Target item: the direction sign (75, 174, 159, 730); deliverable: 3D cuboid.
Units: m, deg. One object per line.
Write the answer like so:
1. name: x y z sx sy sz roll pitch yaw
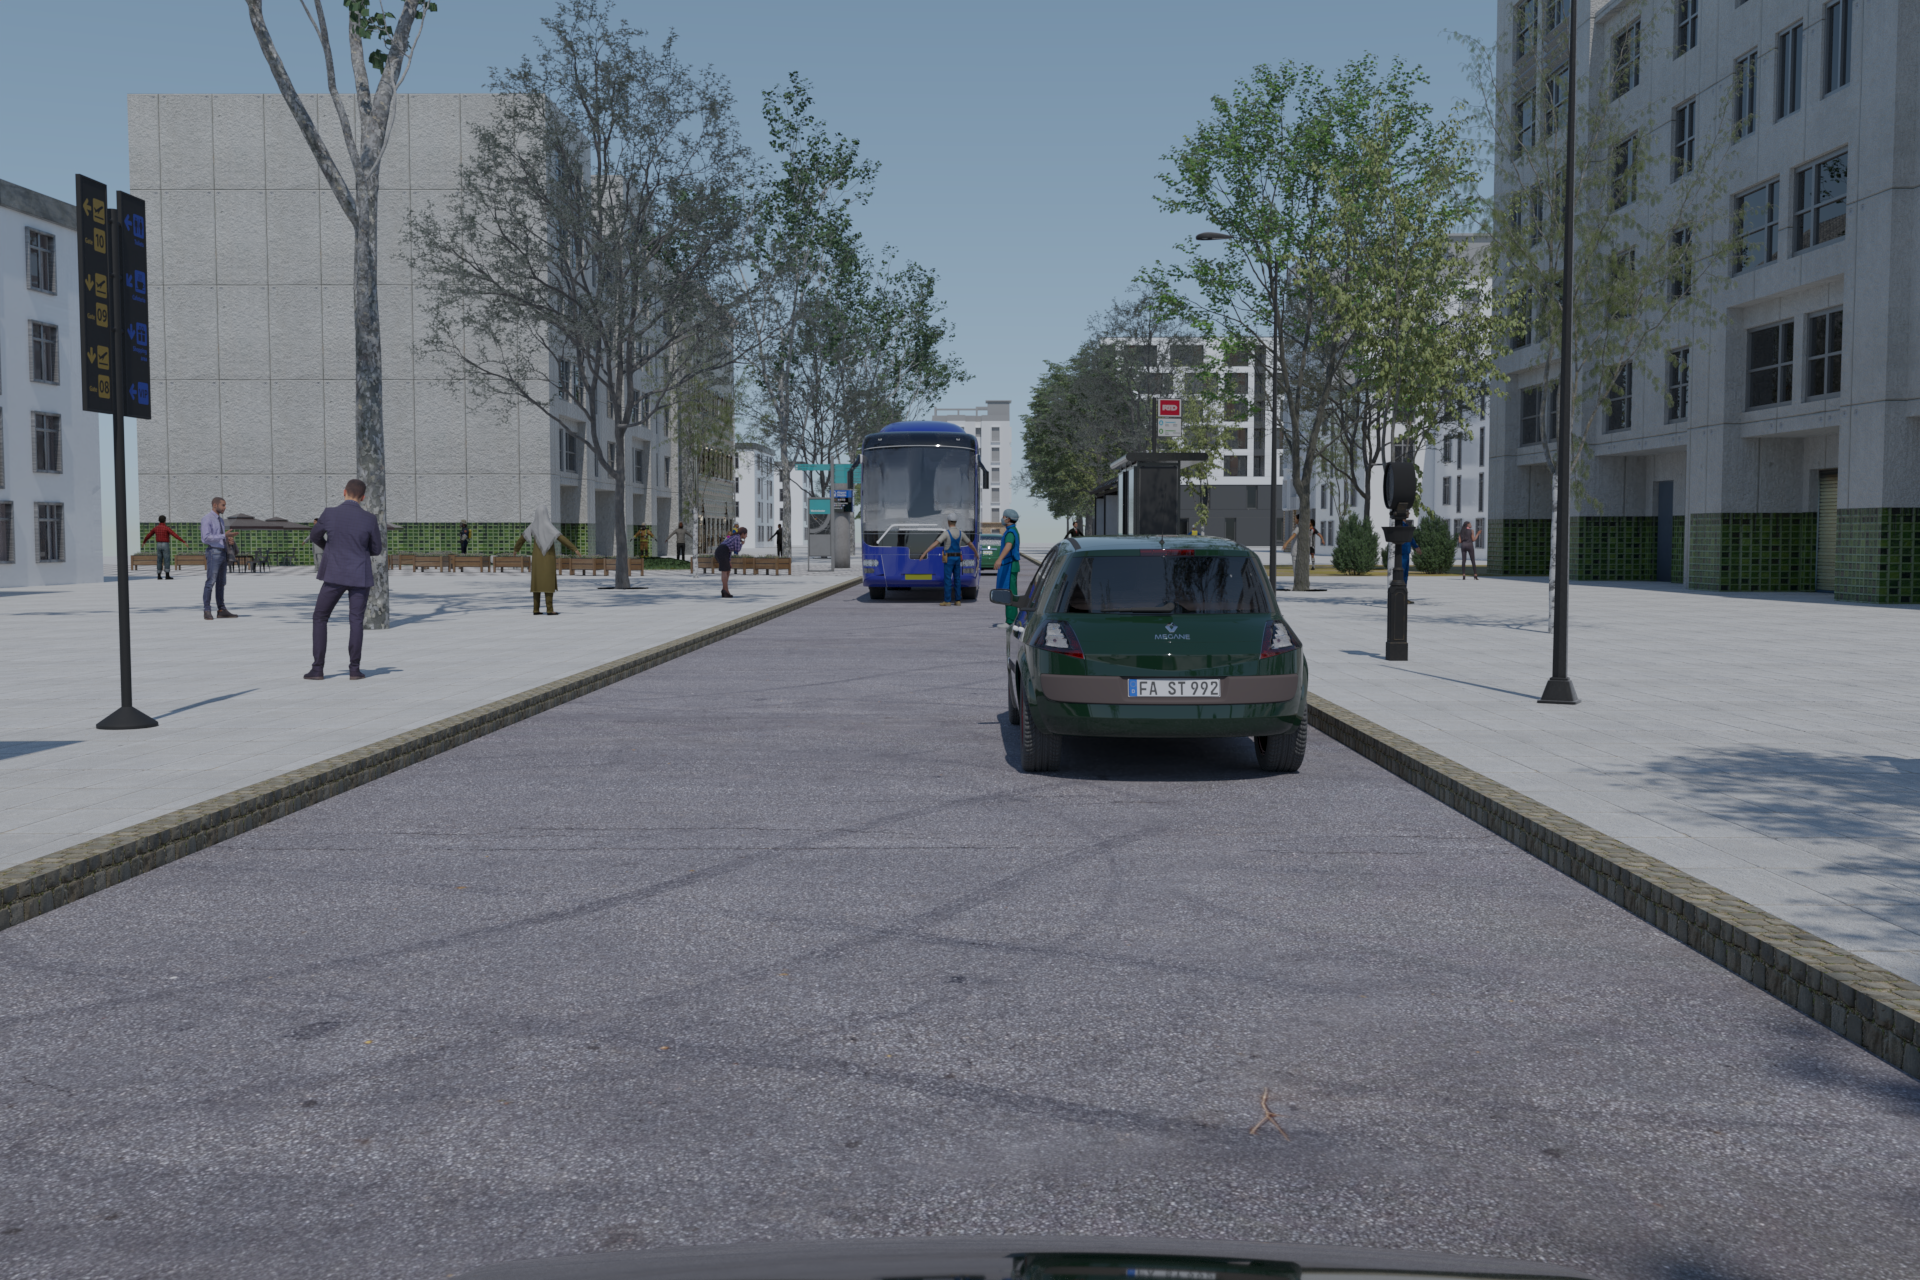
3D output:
1. direction sign: -5.537 -1.187 11.409 0.379 3.537 0.876 0 3 0

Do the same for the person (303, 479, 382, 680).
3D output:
1. person: -5.484 -0.543 15.368 0.683 1.767 0.568 -1 4 -20

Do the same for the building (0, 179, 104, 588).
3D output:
1. building: -23.523 -5.481 31.754 9.099 9.664 28.070 0 4 1

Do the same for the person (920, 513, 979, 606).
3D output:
1. person: -0.168 -1.602 34.512 1.347 1.847 0.705 -2 4 -30

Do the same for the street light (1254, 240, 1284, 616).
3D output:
1. street light: 5.404 -3.317 26.768 1.470 5.913 1.316 0 4 1

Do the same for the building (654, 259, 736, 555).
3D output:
1. building: -25.437 -17.356 114.705 19.493 23.208 18.063 0 4 0

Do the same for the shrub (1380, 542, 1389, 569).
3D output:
1. shrub: 15.670 -3.149 62.599 1.383 1.207 1.383 0 3 0

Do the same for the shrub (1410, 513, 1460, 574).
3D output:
1. shrub: 15.086 -3.109 55.254 1.690 2.028 1.600 0 3 0

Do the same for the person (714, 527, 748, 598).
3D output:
1. person: -4.595 -1.561 34.799 0.697 1.427 0.421 -2 4 -28

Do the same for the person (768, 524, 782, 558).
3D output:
1. person: -9.032 -4.917 86.620 0.704 1.802 1.346 3 5 40

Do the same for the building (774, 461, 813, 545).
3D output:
1. building: -22.562 -16.608 213.687 9.099 9.664 28.070 0 3 0

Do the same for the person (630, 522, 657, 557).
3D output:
1. person: -15.209 -4.745 83.356 1.354 1.858 0.705 0 4 8

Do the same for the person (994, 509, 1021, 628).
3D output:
1. person: 0.731 -1.092 26.431 0.704 1.817 1.347 1 4 10

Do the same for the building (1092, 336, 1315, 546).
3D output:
1. building: 28.702 -21.498 195.471 27.936 21.610 32.646 0 4 1

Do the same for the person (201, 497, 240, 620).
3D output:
1. person: -11.093 -1.236 26.119 0.599 1.838 0.709 0 4 4

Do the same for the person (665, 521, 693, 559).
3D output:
1. person: -11.475 -3.981 71.223 1.348 1.813 0.705 -1 4 -19

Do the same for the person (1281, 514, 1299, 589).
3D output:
1. person: 7.553 -1.973 39.029 0.721 1.739 1.217 2 4 35

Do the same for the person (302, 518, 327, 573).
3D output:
1. person: -21.136 -3.103 56.923 1.347 1.806 0.705 2 4 35

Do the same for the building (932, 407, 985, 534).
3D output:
1. building: -3.682 -23.779 247.661 11.380 20.090 16.016 -1 4 -8

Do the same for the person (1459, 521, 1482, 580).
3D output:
1. person: 14.234 -2.498 48.359 0.593 1.643 0.415 0 4 -7

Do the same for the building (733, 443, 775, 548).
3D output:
1. building: -22.962 -14.125 173.092 9.099 9.664 28.070 0 4 1

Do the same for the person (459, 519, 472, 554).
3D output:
1. person: -19.507 -3.806 68.014 0.705 1.856 1.354 -1 4 -17

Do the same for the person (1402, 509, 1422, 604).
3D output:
1. person: 8.105 -1.574 31.620 0.705 1.842 1.347 2 4 33

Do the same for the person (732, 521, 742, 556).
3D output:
1. person: -9.757 -4.269 75.761 0.705 1.833 1.349 0 4 6

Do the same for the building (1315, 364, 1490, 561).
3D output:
1. building: 26.320 -9.266 93.641 9.099 9.664 28.070 0 4 1

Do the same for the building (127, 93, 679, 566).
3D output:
1. building: -24.932 -13.405 85.630 16.747 18.905 31.486 0 4 0

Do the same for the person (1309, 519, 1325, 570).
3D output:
1. person: 12.455 -3.396 61.666 0.704 1.843 1.345 -3 5 -43

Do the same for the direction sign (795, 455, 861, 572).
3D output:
1. direction sign: -4.323 -4.324 59.461 2.525 3.948 1.411 0 4 1

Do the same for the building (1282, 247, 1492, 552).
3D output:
1. building: 27.981 -16.192 121.152 16.016 20.090 11.380 0 4 1

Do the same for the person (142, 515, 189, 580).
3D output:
1. person: -22.332 -2.597 48.574 1.345 1.816 0.704 0 4 4

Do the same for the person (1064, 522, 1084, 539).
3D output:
1. person: 4.845 -4.066 72.667 1.347 1.806 0.705 -2 4 -30

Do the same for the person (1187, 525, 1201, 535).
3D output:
1. person: 12.282 -5.186 91.256 1.216 1.772 0.721 -1 4 -19

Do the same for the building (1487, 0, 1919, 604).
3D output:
1. building: 25.228 -10.580 39.439 16.747 18.905 31.486 0 4 0

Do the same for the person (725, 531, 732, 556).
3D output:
1. person: -11.309 -4.659 85.444 0.599 1.433 0.991 3 5 40

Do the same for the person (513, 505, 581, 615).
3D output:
1. person: -6.554 -1.263 27.422 1.217 1.736 0.721 1 4 19

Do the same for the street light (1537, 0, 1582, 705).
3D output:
1. street light: 5.101 -2.474 12.989 1.470 5.913 1.316 0 4 0

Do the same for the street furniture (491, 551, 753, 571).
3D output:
1. street furniture: -12.173 -2.927 63.483 10.072 0.657 5.734 1 4 17
